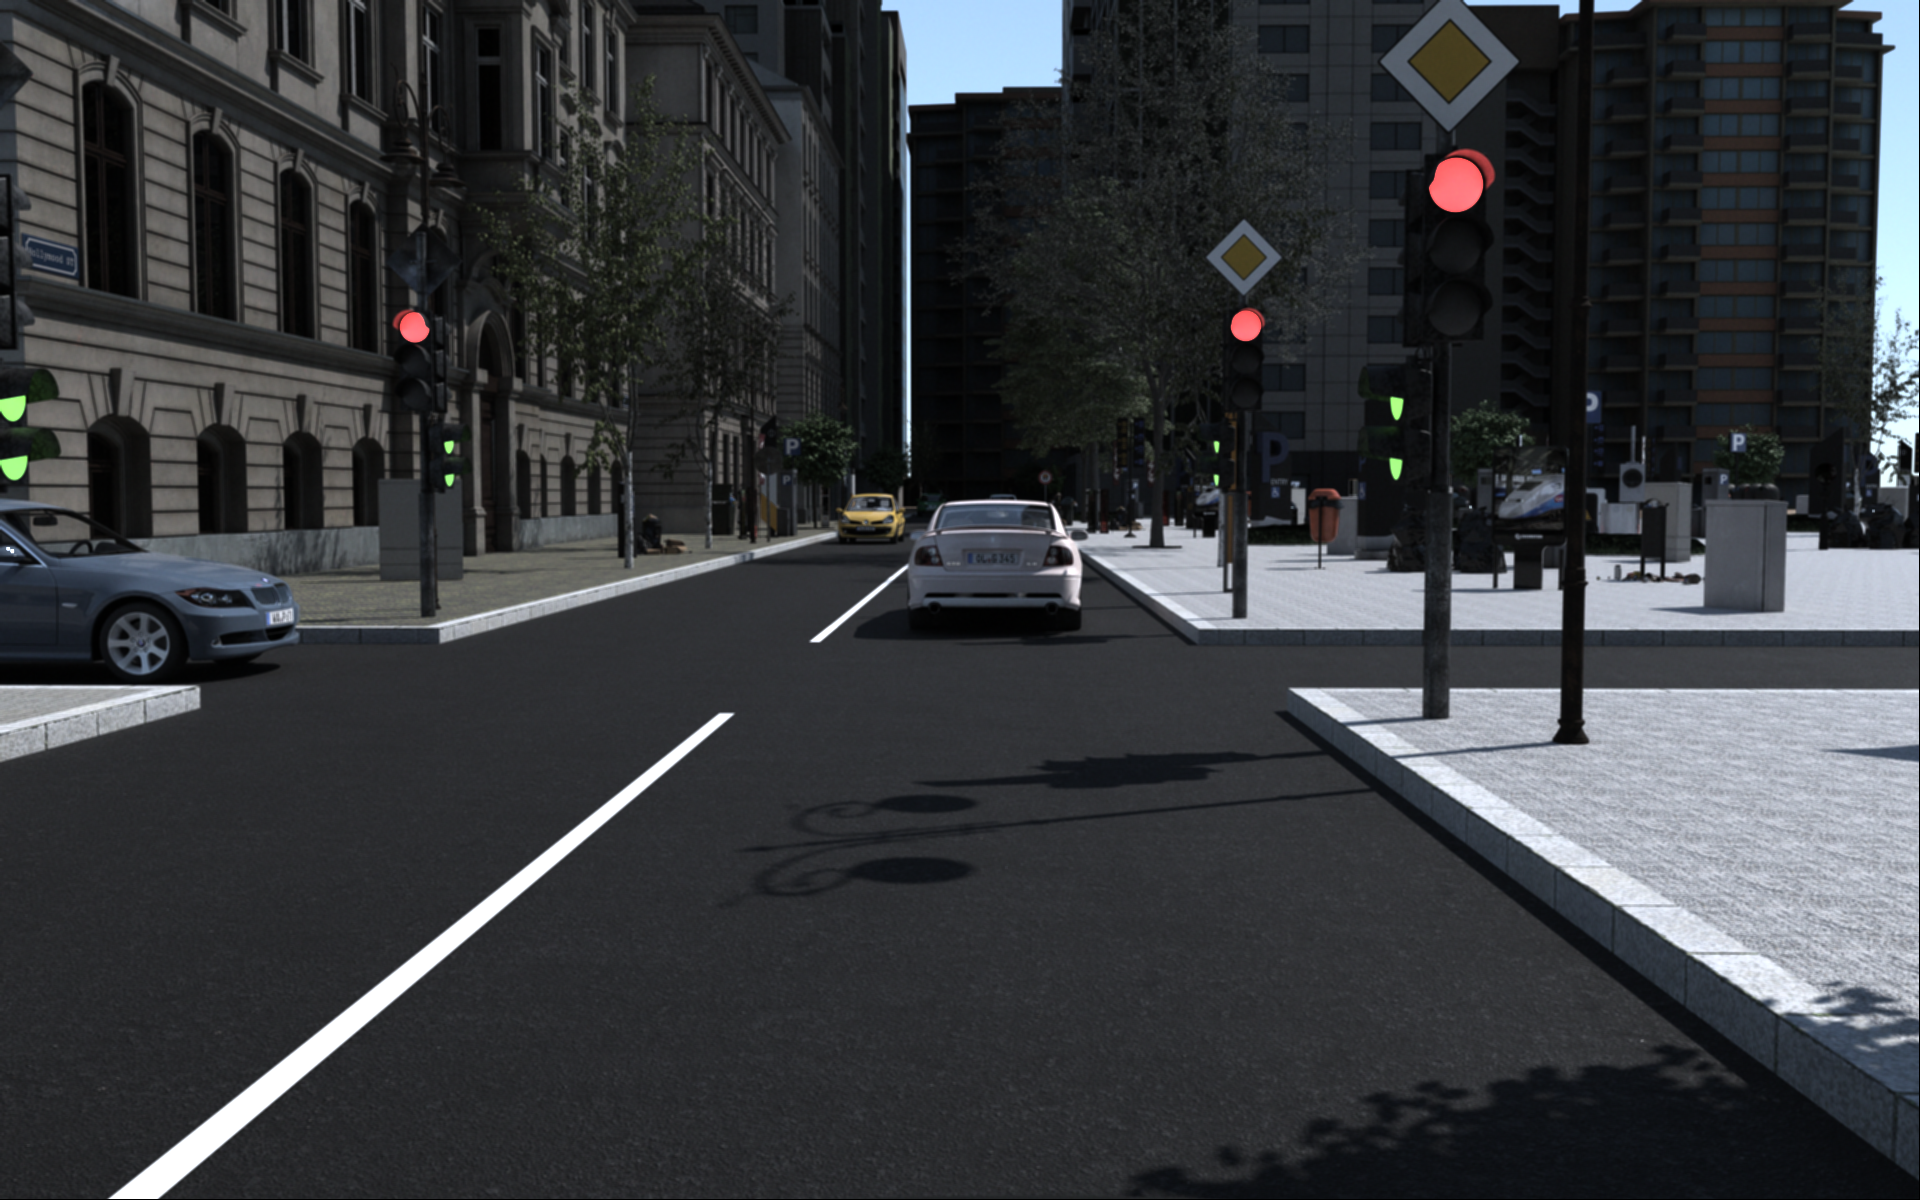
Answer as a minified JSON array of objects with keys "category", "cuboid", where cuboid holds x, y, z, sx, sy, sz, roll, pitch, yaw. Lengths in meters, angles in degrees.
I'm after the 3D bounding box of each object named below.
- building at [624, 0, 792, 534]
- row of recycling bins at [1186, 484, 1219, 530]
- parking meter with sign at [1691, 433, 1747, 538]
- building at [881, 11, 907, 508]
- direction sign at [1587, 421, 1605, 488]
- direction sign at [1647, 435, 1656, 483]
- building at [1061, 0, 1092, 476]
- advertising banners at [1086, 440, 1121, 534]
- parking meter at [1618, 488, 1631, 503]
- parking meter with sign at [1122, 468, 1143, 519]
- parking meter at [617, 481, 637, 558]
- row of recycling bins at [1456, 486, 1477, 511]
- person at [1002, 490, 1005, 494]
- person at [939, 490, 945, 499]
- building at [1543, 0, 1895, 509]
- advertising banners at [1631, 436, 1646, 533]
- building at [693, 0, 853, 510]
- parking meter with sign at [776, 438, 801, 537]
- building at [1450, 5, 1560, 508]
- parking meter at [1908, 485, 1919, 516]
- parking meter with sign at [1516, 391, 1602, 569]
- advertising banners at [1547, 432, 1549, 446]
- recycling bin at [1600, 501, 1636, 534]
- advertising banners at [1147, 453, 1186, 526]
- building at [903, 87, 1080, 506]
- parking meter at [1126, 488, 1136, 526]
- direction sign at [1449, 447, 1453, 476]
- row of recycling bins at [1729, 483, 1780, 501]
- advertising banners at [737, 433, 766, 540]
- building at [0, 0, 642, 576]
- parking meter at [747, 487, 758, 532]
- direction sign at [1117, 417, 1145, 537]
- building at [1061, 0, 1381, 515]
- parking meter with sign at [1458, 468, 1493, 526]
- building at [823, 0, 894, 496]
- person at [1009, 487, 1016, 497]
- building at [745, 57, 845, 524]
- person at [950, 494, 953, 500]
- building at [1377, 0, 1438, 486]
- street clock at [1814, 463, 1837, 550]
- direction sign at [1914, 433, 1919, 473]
[{"category":"building","cuboid":[-12.574,-12.203,64.150,10.561,19.102,19.286,0,4,1]},{"category":"row of recycling bins","cuboid":[9.188,-3.446,63.451,1.069,1.692,3.534,-1,4,-11]},{"category":"parking meter with sign","cuboid":[21.931,-3.302,50.250,0.543,3.016,1.738,-1,4,-17]},{"category":"building","cuboid":[-12.335,-31.157,159.532,14.200,45.320,14.600,0,4,1]},{"category":"direction sign","cuboid":[19.611,-3.793,54.020,0.876,3.537,0.379,1,4,20]},{"category":"direction sign","cuboid":[26.718,-4.587,66.998,0.379,3.537,0.876,0,4,5]},{"category":"building","cuboid":[22.824,-34.434,152.231,28.713,52.752,27.495,0,4,1]},{"category":"advertising banners","cuboid":[4.700,-3.689,56.509,0.090,3.025,2.074,-2,4,-28]},{"category":"parking meter","cuboid":[27.101,-3.818,70.831,0.372,1.533,0.369,0,3,0]},{"category":"parking meter with sign","cuboid":[8.848,-5.691,89.308,0.543,3.016,1.738,-2,4,-29]},{"category":"parking meter","cuboid":[-6.698,-1.617,34.848,0.372,1.533,0.369,0,3,0]},{"category":"row of recycling bins","cuboid":[23.734,-4.680,83.636,3.534,1.692,1.069,0,4,-2]},{"category":"person","cuboid":[4.083,-9.318,160.864,0.705,1.822,1.348,-1,4,-16]},{"category":"person","cuboid":[-1.545,-7.534,132.418,1.217,1.736,0.721,3,5,43]},{"category":"building","cuboid":[66.114,-30.564,154.347,28.867,44.769,22.147,0,4,1]},{"category":"advertising banners","cuboid":[20.257,-3.398,51.745,0.090,3.025,2.074,2,4,32]},{"category":"building","cuboid":[-13.852,-20.148,101.126,14.160,30.474,14.107,0,4,1]},{"category":"parking meter with sign","cuboid":[-5.256,-3.463,52.876,0.543,3.016,1.738,0,4,5]},{"category":"building","cuboid":[44.646,-31.047,157.732,14.200,45.320,14.600,0,4,1]},{"category":"parking meter","cuboid":[25.409,-2.301,46.029,0.372,1.533,0.369,0,3,0]},{"category":"parking meter with sign","cuboid":[10.321,-2.070,30.107,0.543,3.016,1.738,-1,4,-18]},{"category":"advertising banners","cuboid":[16.790,-3.268,49.622,0.090,3.025,2.074,1,4,17]},{"category":"recycling bin","cuboid":[17.970,-2.126,47.317,0.722,1.027,0.722,0,4,0]},{"category":"advertising banners","cuboid":[8.294,-4.512,69.952,0.090,3.025,2.074,-3,5,-44]},{"category":"building","cuboid":[7.201,-32.701,189.292,28.867,44.769,22.147,0,4,1]},{"category":"parking meter","cuboid":[6.889,-3.753,69.771,0.372,1.533,0.369,0,3,0]},{"category":"direction sign","cuboid":[20.773,-4.999,73.730,0.379,3.537,0.876,3,5,43]},{"category":"row of recycling bins","cuboid":[31.181,-3.754,68.489,1.069,1.692,3.534,0,4,-6]},{"category":"advertising banners","cuboid":[-5.892,-3.243,49.214,0.090,3.025,2.074,1,4,15]},{"category":"building","cuboid":[-15.682,-13.303,36.594,14.460,24.649,34.723,0,4,1]},{"category":"parking meter","cuboid":[-7.041,-3.075,58.683,0.372,1.533,0.369,0,3,0]},{"category":"direction sign","cuboid":[5.046,-3.625,51.261,0.876,3.537,0.379,2,4,29]},{"category":"building","cuboid":[18.252,-42.171,127.748,20.563,71.187,20.611,0,4,1]},{"category":"parking meter with sign","cuboid":[15.743,-3.378,51.494,1.738,3.016,0.543,2,4,26]},{"category":"building","cuboid":[-12.957,-28.161,144.029,14.154,41.232,14.086,0,4,1]},{"category":"person","cuboid":[2.791,-5.280,94.833,0.705,1.822,1.348,2,4,34]},{"category":"building","cuboid":[-11.131,-14.291,82.808,9.793,20.994,18.267,0,4,1]},{"category":"person","cuboid":[-0.856,-9.029,159.382,0.557,1.426,1.065,2,4,26]},{"category":"building","cuboid":[17.343,-40.914,107.190,20.563,71.187,20.611,0,4,1]},{"category":"street clock","cuboid":[19.930,-2.162,39.921,0.471,2.002,0.358,2,4,25]},{"category":"direction sign","cuboid":[35.572,-4.385,63.697,0.876,3.537,0.379,3,4,38]}]
